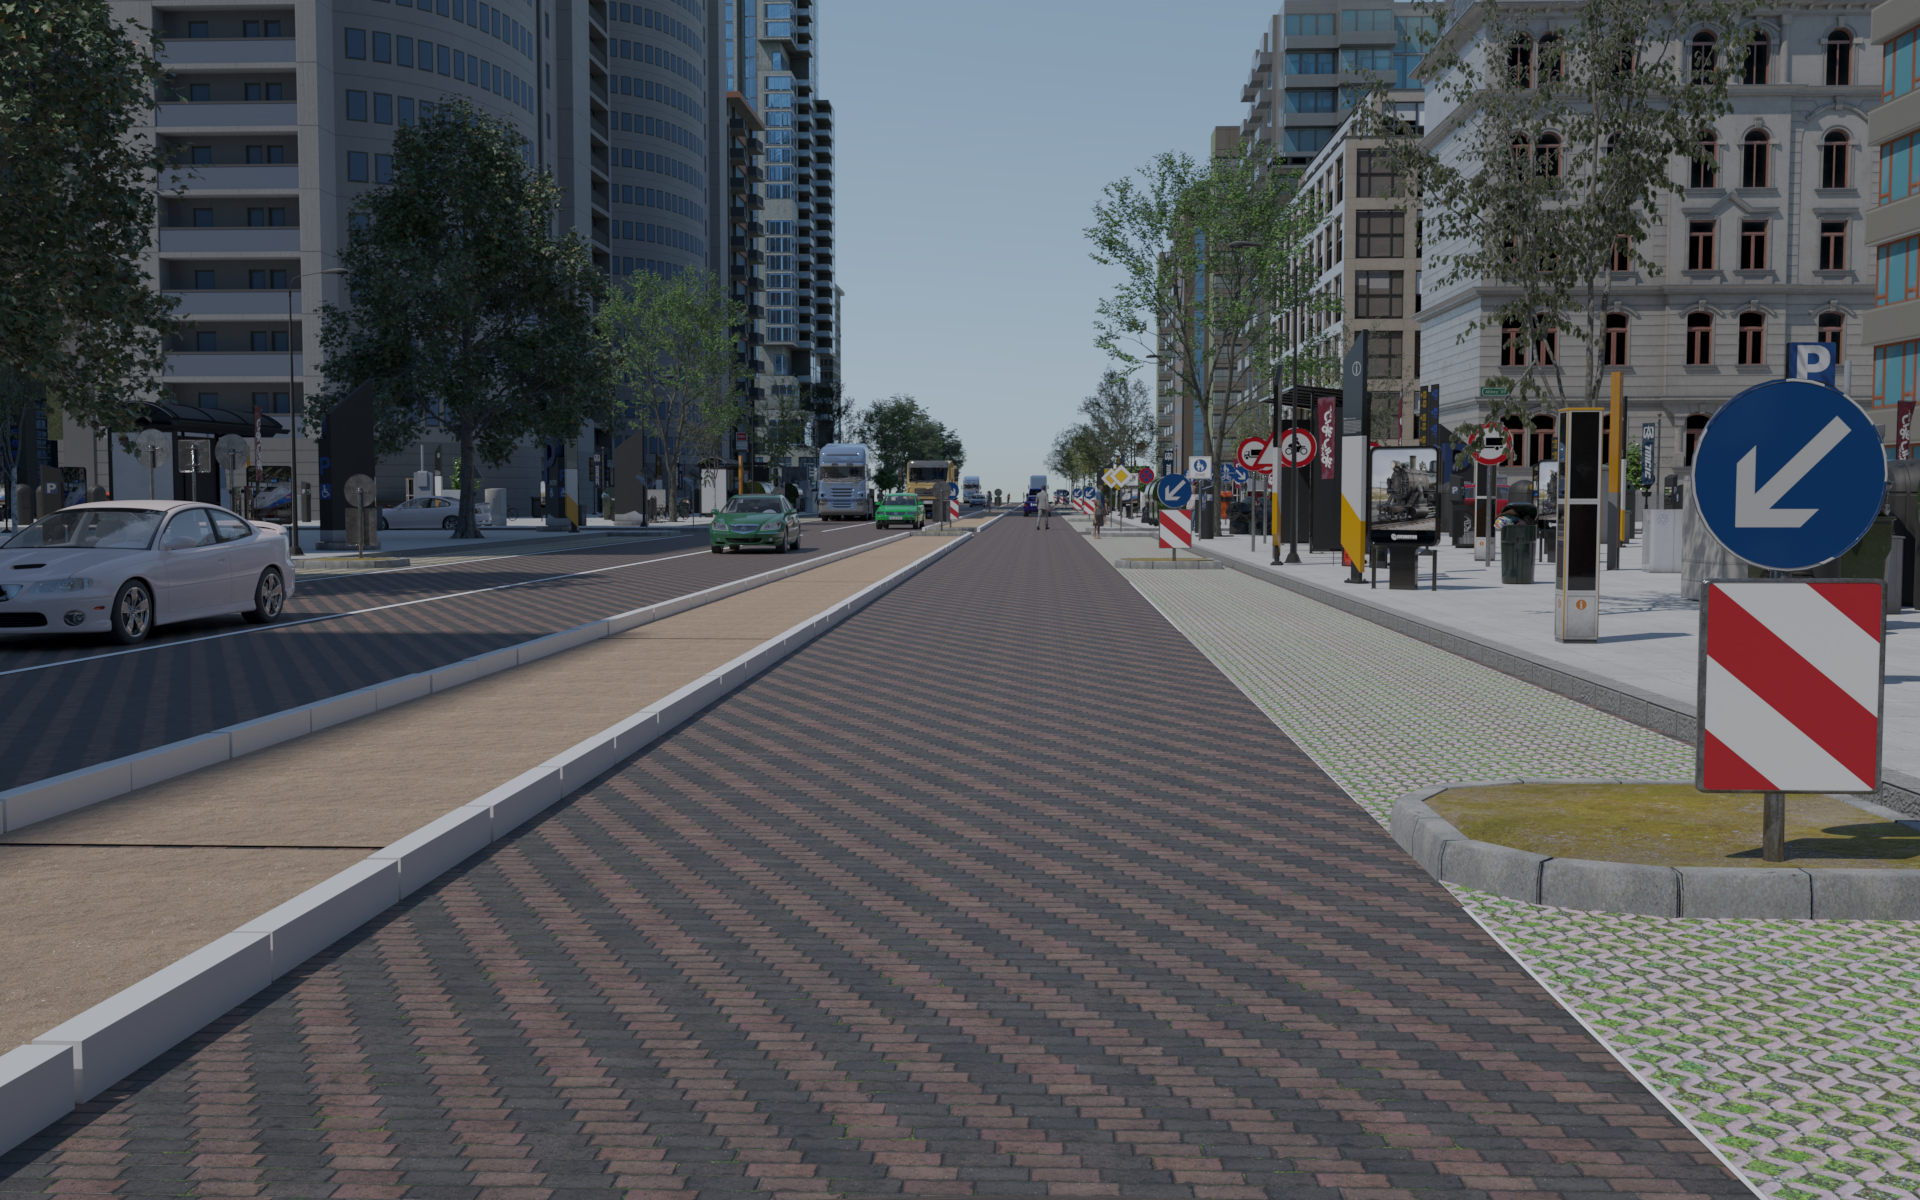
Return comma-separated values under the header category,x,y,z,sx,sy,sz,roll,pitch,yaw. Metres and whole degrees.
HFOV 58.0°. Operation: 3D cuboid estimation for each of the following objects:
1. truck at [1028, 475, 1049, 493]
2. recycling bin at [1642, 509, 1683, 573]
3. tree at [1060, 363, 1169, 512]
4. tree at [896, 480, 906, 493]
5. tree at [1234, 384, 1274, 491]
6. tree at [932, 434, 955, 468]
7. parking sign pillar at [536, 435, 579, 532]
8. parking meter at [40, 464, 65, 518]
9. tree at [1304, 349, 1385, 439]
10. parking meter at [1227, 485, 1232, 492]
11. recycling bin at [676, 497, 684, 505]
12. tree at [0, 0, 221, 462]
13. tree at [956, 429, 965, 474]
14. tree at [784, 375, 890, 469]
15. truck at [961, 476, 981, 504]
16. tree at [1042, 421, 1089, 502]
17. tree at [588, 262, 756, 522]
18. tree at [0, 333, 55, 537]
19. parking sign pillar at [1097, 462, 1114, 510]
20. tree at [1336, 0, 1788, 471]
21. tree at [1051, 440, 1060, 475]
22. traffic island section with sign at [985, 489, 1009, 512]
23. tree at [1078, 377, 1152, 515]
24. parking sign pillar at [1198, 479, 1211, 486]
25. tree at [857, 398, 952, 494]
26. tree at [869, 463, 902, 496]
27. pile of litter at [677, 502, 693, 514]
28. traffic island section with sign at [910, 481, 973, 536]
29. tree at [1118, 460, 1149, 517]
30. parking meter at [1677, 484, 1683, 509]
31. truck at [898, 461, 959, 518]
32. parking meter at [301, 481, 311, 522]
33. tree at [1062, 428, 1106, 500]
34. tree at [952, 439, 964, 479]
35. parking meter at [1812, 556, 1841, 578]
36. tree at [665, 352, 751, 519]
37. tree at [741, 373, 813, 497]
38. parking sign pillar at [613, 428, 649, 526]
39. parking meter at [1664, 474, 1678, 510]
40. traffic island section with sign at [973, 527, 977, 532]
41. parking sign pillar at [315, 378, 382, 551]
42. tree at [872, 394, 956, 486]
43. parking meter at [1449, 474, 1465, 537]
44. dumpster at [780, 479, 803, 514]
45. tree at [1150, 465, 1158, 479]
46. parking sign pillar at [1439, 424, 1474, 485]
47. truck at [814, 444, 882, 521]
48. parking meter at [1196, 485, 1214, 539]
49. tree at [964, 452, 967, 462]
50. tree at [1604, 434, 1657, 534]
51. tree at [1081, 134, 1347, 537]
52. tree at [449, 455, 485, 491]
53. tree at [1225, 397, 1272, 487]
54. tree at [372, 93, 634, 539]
category,x,y,z,sx,sy,sz,roll,pitch,yaw
truck,10.959,-15.418,241.850,2.967,4.110,18.799,0,4,3
recycling bin,11.608,-0.966,28.342,0.722,1.027,0.722,1,4,10
tree,11.397,-11.579,123.733,7.601,10.594,8.767,0,4,7
tree,-6.881,-12.901,205.530,1.663,3.219,1.824,0,3,0
tree,19.804,-9.860,111.577,4.360,8.622,3.978,0,3,0
tree,-3.885,-20.485,269.346,7.601,10.594,8.767,-1,4,-11
parking sign pillar,-13.822,-4.338,59.398,1.447,3.967,1.447,-2,4,-33
parking meter,-17.968,-1.750,34.326,0.399,1.863,0.255,-1,4,-23
tree,19.099,-8.365,87.128,4.737,8.622,4.395,0,3,0
parking meter,16.266,-6.065,104.873,0.255,1.863,0.399,-3,5,-43
recycling bin,-21.265,-7.242,130.964,0.722,1.027,0.722,-3,5,-42
tree,-15.112,-6.559,24.250,9.611,12.733,9.660,0,3,0
tree,-3.419,-23.467,290.339,9.857,13.997,8.962,0,3,0
tree,-9.616,-12.259,134.852,8.767,10.594,7.601,0,4,-6
truck,2.175,-16.814,264.670,2.967,4.110,18.799,0,4,4
tree,18.854,-23.223,290.072,12.009,13.543,11.850,0,3,0
tree,-13.125,-9.348,78.596,9.928,11.665,9.643,0,3,0
tree,-26.641,-5.991,48.323,4.360,8.622,3.978,0,3,0
parking sign pillar,11.706,-9.227,139.330,1.447,3.967,1.447,0,4,7
tree,6.412,-4.149,18.201,4.360,8.622,3.978,0,3,0
tree,16.700,-18.108,230.470,7.601,10.594,8.767,1,4,20
traffic island section with sign,3.095,-8.164,141.618,2.006,1.907,1.989,0,4,3
tree,9.940,-9.562,106.694,4.360,8.622,3.978,0,3,0
parking sign pillar,15.439,-7.279,107.484,1.447,3.967,1.447,0,4,-6
tree,-7.739,-16.031,187.867,9.928,11.665,9.643,0,3,0
tree,-7.765,-11.981,179.606,4.285,4.588,4.351,0,3,0
pile of litter,-17.878,-5.928,110.894,1.719,0.858,1.176,-1,4,-9
traffic island section with sign,-0.670,-3.121,59.158,2.006,1.907,1.989,0,4,3
tree,9.345,-6.165,95.404,1.663,3.219,1.824,0,3,0
parking meter,18.328,-2.166,43.822,0.372,1.533,0.369,0,3,0
truck,-1.624,-6.504,102.256,3.469,3.379,9.791,0,4,3
parking meter,-29.692,-4.462,78.667,0.399,1.863,0.255,2,4,30
tree,13.799,-14.476,187.037,4.737,8.622,4.395,0,3,0
tree,-5.678,-19.119,238.352,9.928,11.665,9.643,0,3,0
parking meter,7.580,-0.422,15.305,0.372,1.533,0.369,0,3,0
tree,-12.887,-8.481,89.019,4.360,8.622,3.978,0,3,0
tree,-10.909,-9.446,104.798,4.737,8.622,4.395,0,3,0
parking sign pillar,-13.411,-5.022,70.585,1.447,3.967,1.447,1,4,18
parking meter,20.890,-2.766,50.934,0.399,1.863,0.255,-3,5,-45
traffic island section with sign,-0.322,-3.573,66.557,2.006,1.907,1.989,0,4,3
parking sign pillar,-14.114,-3.143,39.858,1.447,3.967,1.447,2,4,27
tree,-6.412,-18.974,216.872,9.857,13.997,8.962,0,3,0
parking meter,14.744,-2.793,51.375,0.399,1.863,0.255,3,5,43
dumpster,-11.111,-6.748,112.827,1.502,2.255,1.985,0,4,3
tree,10.541,-6.414,99.471,1.663,3.219,1.824,0,3,0
parking sign pillar,18.969,-4.757,66.256,1.447,3.967,1.447,-1,4,-10
truck,-5.955,-6.633,98.215,2.967,4.110,18.799,0,4,1
parking meter,7.018,-2.490,49.120,0.372,1.533,0.369,0,3,0
tree,-2.345,-23.036,302.397,9.928,11.665,9.643,0,3,0
tree,21.742,-3.748,55.887,1.663,3.219,1.824,0,3,0
tree,7.577,-7.697,51.598,9.928,11.665,9.643,0,3,0
tree,-22.606,-5.126,78.416,1.663,3.219,1.824,0,3,0
tree,21.887,-11.043,130.919,4.737,8.622,4.395,0,3,0
tree,-14.177,-8.128,49.896,9.611,12.733,9.660,0,3,0
